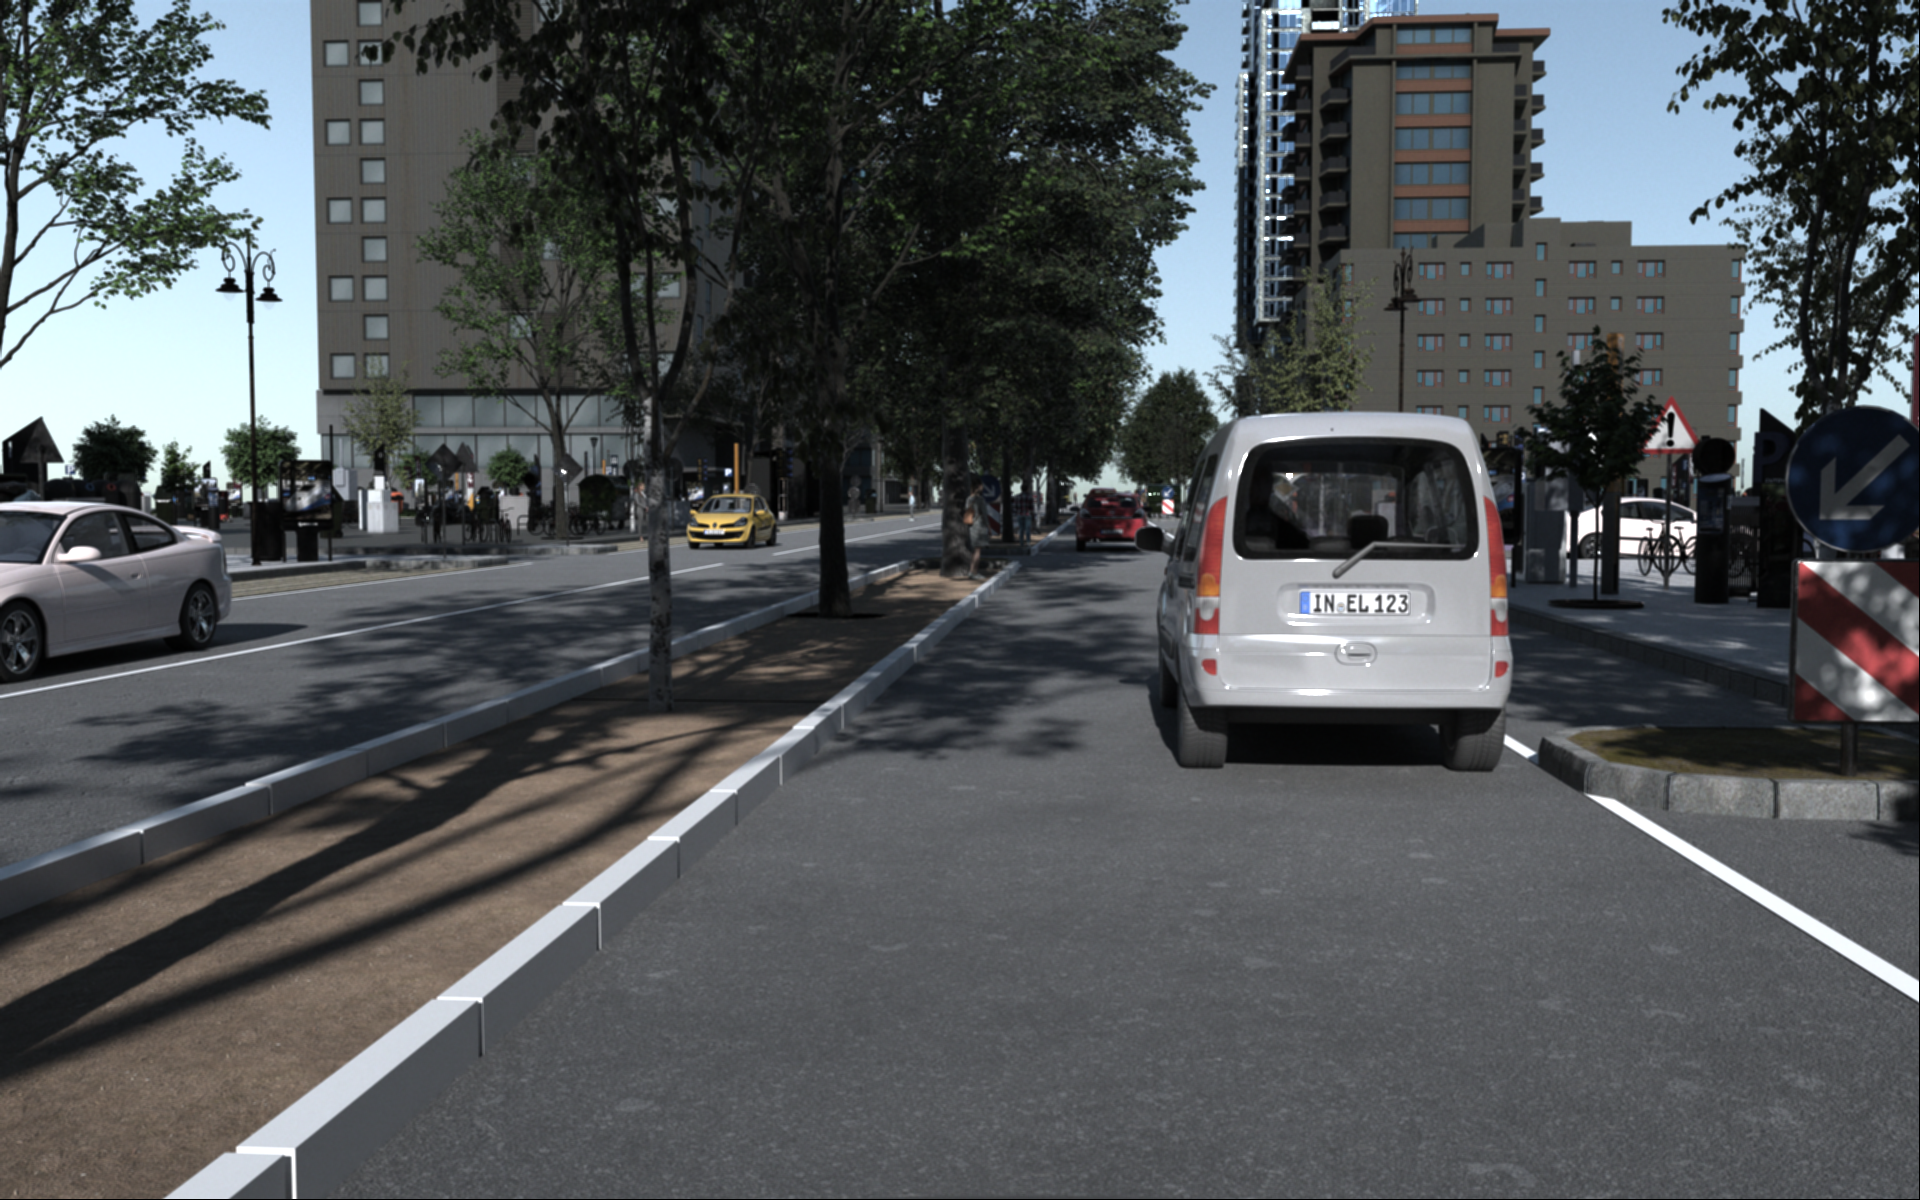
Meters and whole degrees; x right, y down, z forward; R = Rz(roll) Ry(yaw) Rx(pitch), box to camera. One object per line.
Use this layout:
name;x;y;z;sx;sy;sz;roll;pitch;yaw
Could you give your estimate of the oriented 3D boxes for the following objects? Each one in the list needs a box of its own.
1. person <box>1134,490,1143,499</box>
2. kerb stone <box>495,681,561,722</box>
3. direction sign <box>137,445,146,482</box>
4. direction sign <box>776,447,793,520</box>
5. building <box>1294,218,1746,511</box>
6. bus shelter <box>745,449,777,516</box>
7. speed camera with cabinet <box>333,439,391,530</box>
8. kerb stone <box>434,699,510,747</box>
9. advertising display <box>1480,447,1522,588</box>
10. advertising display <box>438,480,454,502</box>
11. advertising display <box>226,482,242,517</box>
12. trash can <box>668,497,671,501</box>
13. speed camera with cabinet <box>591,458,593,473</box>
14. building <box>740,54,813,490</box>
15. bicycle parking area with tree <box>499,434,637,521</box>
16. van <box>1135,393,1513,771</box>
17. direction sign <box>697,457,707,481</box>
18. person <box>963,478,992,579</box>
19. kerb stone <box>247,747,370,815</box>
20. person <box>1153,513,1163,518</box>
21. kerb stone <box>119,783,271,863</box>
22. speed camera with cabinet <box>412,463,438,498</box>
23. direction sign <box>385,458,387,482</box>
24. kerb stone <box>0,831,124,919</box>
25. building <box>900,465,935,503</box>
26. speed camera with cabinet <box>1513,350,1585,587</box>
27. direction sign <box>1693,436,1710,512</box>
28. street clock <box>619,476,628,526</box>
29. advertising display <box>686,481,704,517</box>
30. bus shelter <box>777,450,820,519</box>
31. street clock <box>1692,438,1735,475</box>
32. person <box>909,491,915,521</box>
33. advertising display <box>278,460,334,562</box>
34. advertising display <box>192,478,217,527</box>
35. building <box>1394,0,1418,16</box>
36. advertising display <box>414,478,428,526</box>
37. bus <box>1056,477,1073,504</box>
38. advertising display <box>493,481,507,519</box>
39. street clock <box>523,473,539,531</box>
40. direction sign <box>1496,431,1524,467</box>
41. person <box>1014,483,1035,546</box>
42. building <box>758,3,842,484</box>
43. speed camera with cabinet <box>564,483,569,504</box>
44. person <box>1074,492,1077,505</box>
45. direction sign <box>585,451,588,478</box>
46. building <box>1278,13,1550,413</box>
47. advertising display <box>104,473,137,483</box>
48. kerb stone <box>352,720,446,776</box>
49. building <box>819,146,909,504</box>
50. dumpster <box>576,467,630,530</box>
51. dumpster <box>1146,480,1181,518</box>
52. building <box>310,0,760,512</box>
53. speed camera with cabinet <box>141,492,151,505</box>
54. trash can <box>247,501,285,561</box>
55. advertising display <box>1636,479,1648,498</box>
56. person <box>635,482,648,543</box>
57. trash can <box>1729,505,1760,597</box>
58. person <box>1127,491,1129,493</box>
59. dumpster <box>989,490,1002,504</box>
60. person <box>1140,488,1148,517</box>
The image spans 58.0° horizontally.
person;12.257;-6.837;121.005;1.217;1.743;0.721;0;4;-2
kerb stone;-2.824;0.670;11.248;0.120;0.150;1.000;0;4;5
direction sign;-35.753;-5.084;75.113;0.876;3.537;0.379;0;4;-2
direction sign;-8.552;-5.653;84.418;0.876;3.537;0.379;-2;4;-32
building;41.768;-17.780;135.735;27.650;21.520;28.899;0;4;5
bus shelter;-10.061;-6.225;93.056;1.731;3.624;6.357;0;4;5
speed camera with cabinet;-21.330;-4.124;61.766;2.038;3.252;0.660;1;4;16
kerb stone;-2.904;0.732;10.226;0.120;0.150;1.000;0;4;5
advertising display;7.350;-1.154;24.086;0.123;1.923;0.974;-3;4;-37
advertising display;-23.598;-4.545;79.528;0.123;1.923;0.974;1;4;22
advertising display;-39.876;-5.504;95.200;0.974;1.923;0.123;1;4;20
trash can;-12.655;-3.861;74.774;0.748;1.137;0.748;0;3;0
speed camera with cabinet;-19.381;-6.126;94.496;2.038;3.252;0.660;1;4;21
building;-21.106;-28.735;153.415;14.154;41.232;14.086;0;4;5
bicycle parking area with tree;-18.844;-6.016;85.359;9.016;4.147;8.231;1;4;23
van;2.070;-0.205;10.366;2.013;2.044;4.112;0;4;4
direction sign;-15.936;-7.047;107.209;0.876;3.537;0.379;3;5;40
person;0.283;-1.200;29.120;0.522;1.701;0.512;-3;5;-44
kerb stone;-3.073;0.857;8.186;0.120;0.150;1.000;0;4;5
person;11.910;-5.937;104.938;0.474;1.900;0.648;-3;5;-45
kerb stone;-3.160;0.929;7.168;0.120;0.150;1.000;0;4;5
speed camera with cabinet;-34.640;-7.204;112.121;0.660;3.252;2.038;1;4;19
direction sign;-36.021;-7.100;108.078;0.876;3.537;0.379;2;4;34
kerb stone;-3.243;0.992;6.150;0.120;0.150;1.000;0;4;5
building;-18.984;-25.346;259.447;27.650;21.520;28.899;0;4;5
speed camera with cabinet;8.363;-1.852;24.609;0.660;3.252;2.038;0;4;7
direction sign;28.707;-4.610;67.362;0.379;3.537;0.876;-3;4;-37
street clock;-13.245;-3.862;67.721;0.471;2.002;0.358;-2;4;-25
advertising display;-13.452;-5.063;87.998;0.974;1.923;0.123;-3;4;-37
bus shelter;-8.244;-6.228;93.108;1.731;3.624;6.357;0;4;5
street clock;9.759;-1.095;22.480;0.471;2.002;0.358;0;4;0
person;-2.618;-5.100;93.692;0.330;1.601;0.589;0;4;1
advertising display;-12.390;-1.690;32.845;0.974;1.923;0.123;-3;4;-37
advertising display;-29.579;-3.831;67.853;0.123;1.923;0.974;3;4;39
building;46.925;-55.721;223.712;22.319;86.520;31.000;0;4;5
advertising display;-21.369;-3.882;68.680;0.123;1.923;0.974;-3;5;-41
bus;14.441;-15.450;244.160;2.896;3.916;12.252;0;4;7
advertising display;-23.637;-5.122;88.961;0.974;1.923;0.123;3;4;37
street clock;-14.788;-3.374;59.743;0.471;2.002;0.358;1;4;15
direction sign;19.781;-4.296;62.235;0.876;3.537;0.379;1;4;12
person;1.703;-2.237;45.909;0.563;1.720;0.643;1;4;15
building;-22.533;-44.796;170.669;20.563;71.187;20.611;0;4;5
speed camera with cabinet;-23.036;-6.478;100.249;0.660;3.252;2.038;-1;4;-19
person;14.712;-12.825;219.655;0.593;1.643;0.415;1;4;21
direction sign;-19.916;-6.136;92.321;0.379;3.537;0.876;-1;4;-20
building;41.971;-31.150;163.934;22.147;44.769;28.867;0;4;5
advertising display;-25.444;-2.894;52.530;0.123;1.923;0.974;2;4;34
kerb stone;-2.995;0.794;9.208;0.120;0.150;1.000;0;4;5
building;-19.370;-37.230;228.310;23.786;49.044;30.456;0;4;5
dumpster;-12.795;-3.644;62.069;1.502;2.255;1.985;0;4;5
dumpster;11.720;-5.790;99.621;1.985;2.255;1.502;0;4;4
building;-30.750;-33.235;132.638;28.713;52.752;27.495;0;4;5
speed camera with cabinet;-56.814;-7.632;119.113;0.660;3.252;2.038;3;5;43
trash can;-13.267;-1.317;33.192;0.748;1.137;0.748;0;3;0
advertising display;28.827;-4.159;73.208;0.123;1.923;0.974;0;4;1
person;-9.233;-2.579;50.933;0.573;1.790;0.520;1;4;13
trash can;9.679;-0.616;21.720;0.748;1.137;0.748;0;3;0
person;10.956;-6.288;113.117;0.589;1.601;0.330;-3;4;-36
dumpster;4.115;-12.156;206.971;1.865;1.857;1.264;0;4;6
person;11.755;-6.238;110.401;0.836;1.842;0.656;2;4;25
